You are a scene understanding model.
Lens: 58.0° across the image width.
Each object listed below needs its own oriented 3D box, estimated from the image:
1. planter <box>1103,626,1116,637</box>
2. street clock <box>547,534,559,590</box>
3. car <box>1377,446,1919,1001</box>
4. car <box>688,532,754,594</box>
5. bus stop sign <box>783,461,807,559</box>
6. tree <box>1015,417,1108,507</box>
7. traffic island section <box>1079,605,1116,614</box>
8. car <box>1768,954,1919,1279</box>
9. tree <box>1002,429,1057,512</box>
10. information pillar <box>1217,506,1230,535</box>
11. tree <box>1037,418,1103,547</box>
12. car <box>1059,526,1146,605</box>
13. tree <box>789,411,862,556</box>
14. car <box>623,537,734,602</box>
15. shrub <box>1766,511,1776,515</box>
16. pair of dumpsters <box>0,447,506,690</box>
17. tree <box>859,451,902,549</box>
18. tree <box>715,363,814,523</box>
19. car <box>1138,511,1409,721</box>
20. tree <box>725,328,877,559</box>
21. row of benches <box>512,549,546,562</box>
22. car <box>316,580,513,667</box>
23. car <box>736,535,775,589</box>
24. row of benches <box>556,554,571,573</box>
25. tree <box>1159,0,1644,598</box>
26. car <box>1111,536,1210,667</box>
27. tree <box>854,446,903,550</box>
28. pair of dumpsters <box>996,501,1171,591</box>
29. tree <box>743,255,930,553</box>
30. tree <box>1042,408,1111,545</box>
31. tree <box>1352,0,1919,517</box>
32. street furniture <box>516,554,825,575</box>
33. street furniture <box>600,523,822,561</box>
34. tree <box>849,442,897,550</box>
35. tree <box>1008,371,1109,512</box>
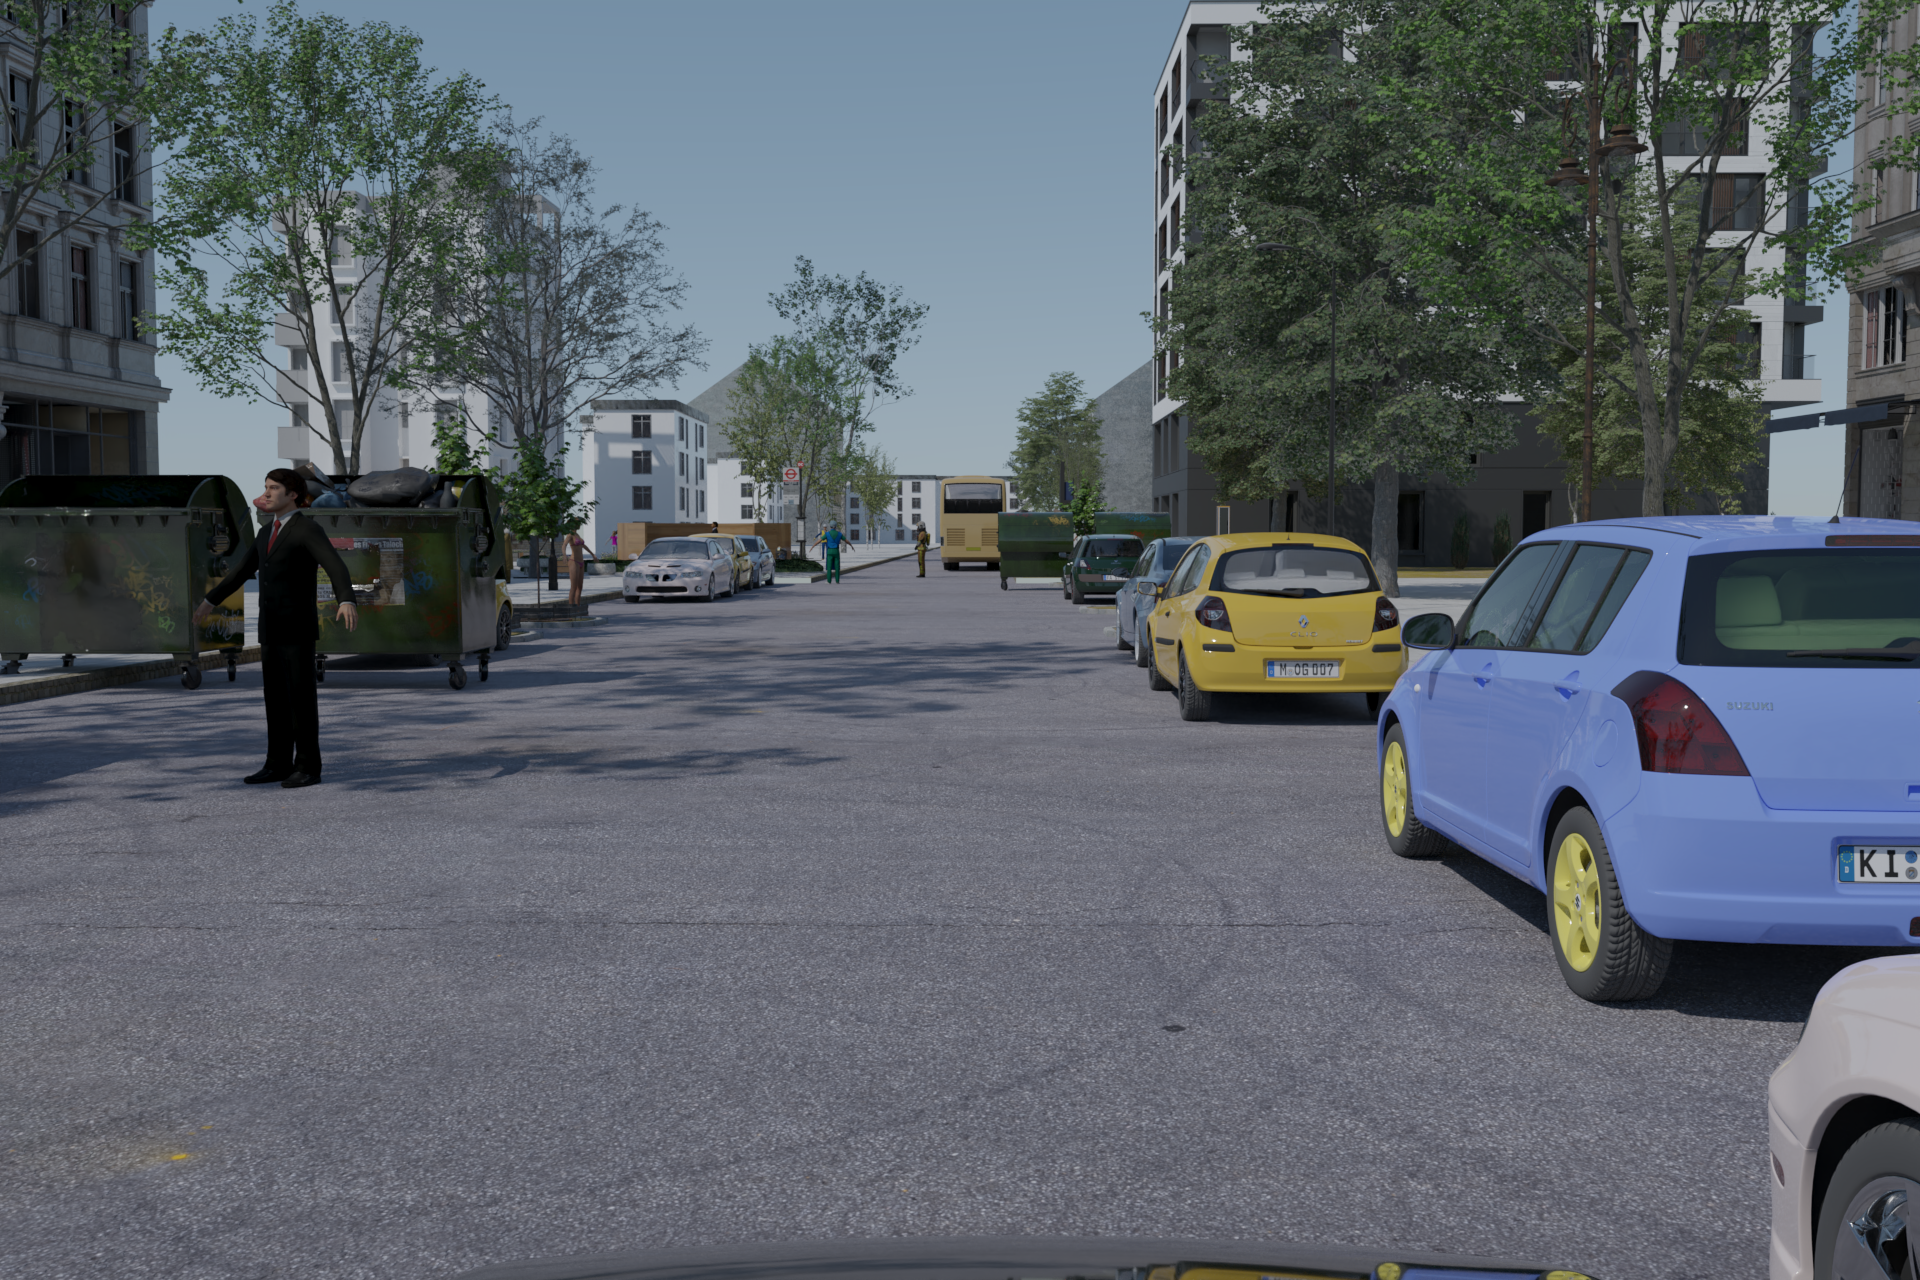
[{"bbox_3d":[3.056,-0.214,24.632,1.991,0.319,1.994,0,4,1],"label":"planter"},{"bbox_3d":[-9.272,-2.132,39.423,0.358,2.002,0.471,0,4,1],"label":"street clock"},{"bbox_3d":[2.744,0.183,6.598,1.945,1.707,3.694,0,4,1],"label":"car"},{"bbox_3d":[-6.141,-1.985,42.678,2.015,1.641,3.980,0,4,1],"label":"car"},{"bbox_3d":[-6.038,-4.567,63.378,0.855,3.939,0.416,0,4,2],"label":"bus stop sign"},{"bbox_3d":[7.872,-12.074,131.821,7.601,10.594,8.767,1,4,18],"label":"tree"},{"bbox_3d":[3.200,-0.547,31.812,1.991,0.108,1.994,0,4,1],"label":"traffic island section"},{"bbox_3d":[2.218,0.702,0.882,2.083,1.381,4.827,0,3,0],"label":"car"},{"bbox_3d":[7.621,-13.069,148.095,7.601,10.594,8.767,2,4,25],"label":"tree"},{"bbox_3d":[6.942,-2.522,45.719,0.304,2.012,0.304,0,4,1],"label":"information pillar"},{"bbox_3d":[7.391,-9.666,108.397,4.360,8.622,3.978,0,3,0],"label":"tree"},{"bbox_3d":[3.125,-1.641,36.620,2.009,1.686,4.222,0,3,0],"label":"car"},{"bbox_3d":[-8.129,-9.291,102.272,4.737,8.622,4.395,0,3,0],"label":"tree"},{"bbox_3d":[-6.097,-1.563,37.909,2.083,1.381,4.827,0,4,1],"label":"car"},{"bbox_3d":[27.587,-3.359,58.966,1.661,2.075,1.752,0,3,0],"label":"shrub"},{"bbox_3d":[-6.648,-0.693,16.289,4.436,2.255,1.574,0,4,1],"label":"pair of dumpsters"},{"bbox_3d":[-7.162,-12.427,153.542,4.737,8.622,4.395,0,3,0],"label":"tree"},{"bbox_3d":[-8.626,-7.675,75.854,4.737,8.622,4.395,0,3,0],"label":"tree"},{"bbox_3d":[2.562,-0.273,14.685,2.015,1.641,3.980,0,4,1],"label":"car"},{"bbox_3d":[-8.113,-9.952,88.478,9.928,11.665,9.643,0,3,0],"label":"tree"},{"bbox_3d":[-17.834,-3.364,70.465,1.422,0.672,4.104,0,4,8],"label":"row of benches"},{"bbox_3d":[-6.470,-0.596,19.970,2.015,1.641,3.980,0,4,1],"label":"car"},{"bbox_3d":[-6.082,-2.144,47.062,2.014,1.417,4.499,0,4,1],"label":"car"},{"bbox_3d":[-11.590,-2.161,50.795,1.422,0.672,4.104,-1,4,-12],"label":"row of benches"},{"bbox_3d":[8.549,-7.835,34.753,9.857,13.997,8.962,0,3,0],"label":"tree"},{"bbox_3d":[2.781,-0.482,19.887,2.014,1.417,4.499,0,4,1],"label":"car"},{"bbox_3d":[-7.080,-11.689,141.469,4.737,8.622,4.395,0,3,0],"label":"tree"},{"bbox_3d":[3.148,-2.406,44.290,4.436,2.255,1.574,0,4,1],"label":"pair of dumpsters"},{"bbox_3d":[-8.478,-16.010,117.651,12.611,20.169,13.585,0,3,0],"label":"tree"},{"bbox_3d":[6.790,-9.182,100.494,4.360,8.622,3.978,0,3,0],"label":"tree"},{"bbox_3d":[8.862,-5.873,21.783,9.928,11.665,9.643,0,3,0],"label":"tree"},{"bbox_3d":[-9.569,-2.509,56.650,10.072,0.657,5.734,0,4,1],"label":"street furniture"},{"bbox_3d":[-9.925,-3.929,71.089,11.010,1.723,9.812,3,5,44],"label":"street furniture"},{"bbox_3d":[-7.057,-11.376,136.356,4.737,8.622,4.395,0,3,0],"label":"tree"},{"bbox_3d":[6.838,-12.390,120.708,7.486,12.596,7.792,0,3,0],"label":"tree"}]
